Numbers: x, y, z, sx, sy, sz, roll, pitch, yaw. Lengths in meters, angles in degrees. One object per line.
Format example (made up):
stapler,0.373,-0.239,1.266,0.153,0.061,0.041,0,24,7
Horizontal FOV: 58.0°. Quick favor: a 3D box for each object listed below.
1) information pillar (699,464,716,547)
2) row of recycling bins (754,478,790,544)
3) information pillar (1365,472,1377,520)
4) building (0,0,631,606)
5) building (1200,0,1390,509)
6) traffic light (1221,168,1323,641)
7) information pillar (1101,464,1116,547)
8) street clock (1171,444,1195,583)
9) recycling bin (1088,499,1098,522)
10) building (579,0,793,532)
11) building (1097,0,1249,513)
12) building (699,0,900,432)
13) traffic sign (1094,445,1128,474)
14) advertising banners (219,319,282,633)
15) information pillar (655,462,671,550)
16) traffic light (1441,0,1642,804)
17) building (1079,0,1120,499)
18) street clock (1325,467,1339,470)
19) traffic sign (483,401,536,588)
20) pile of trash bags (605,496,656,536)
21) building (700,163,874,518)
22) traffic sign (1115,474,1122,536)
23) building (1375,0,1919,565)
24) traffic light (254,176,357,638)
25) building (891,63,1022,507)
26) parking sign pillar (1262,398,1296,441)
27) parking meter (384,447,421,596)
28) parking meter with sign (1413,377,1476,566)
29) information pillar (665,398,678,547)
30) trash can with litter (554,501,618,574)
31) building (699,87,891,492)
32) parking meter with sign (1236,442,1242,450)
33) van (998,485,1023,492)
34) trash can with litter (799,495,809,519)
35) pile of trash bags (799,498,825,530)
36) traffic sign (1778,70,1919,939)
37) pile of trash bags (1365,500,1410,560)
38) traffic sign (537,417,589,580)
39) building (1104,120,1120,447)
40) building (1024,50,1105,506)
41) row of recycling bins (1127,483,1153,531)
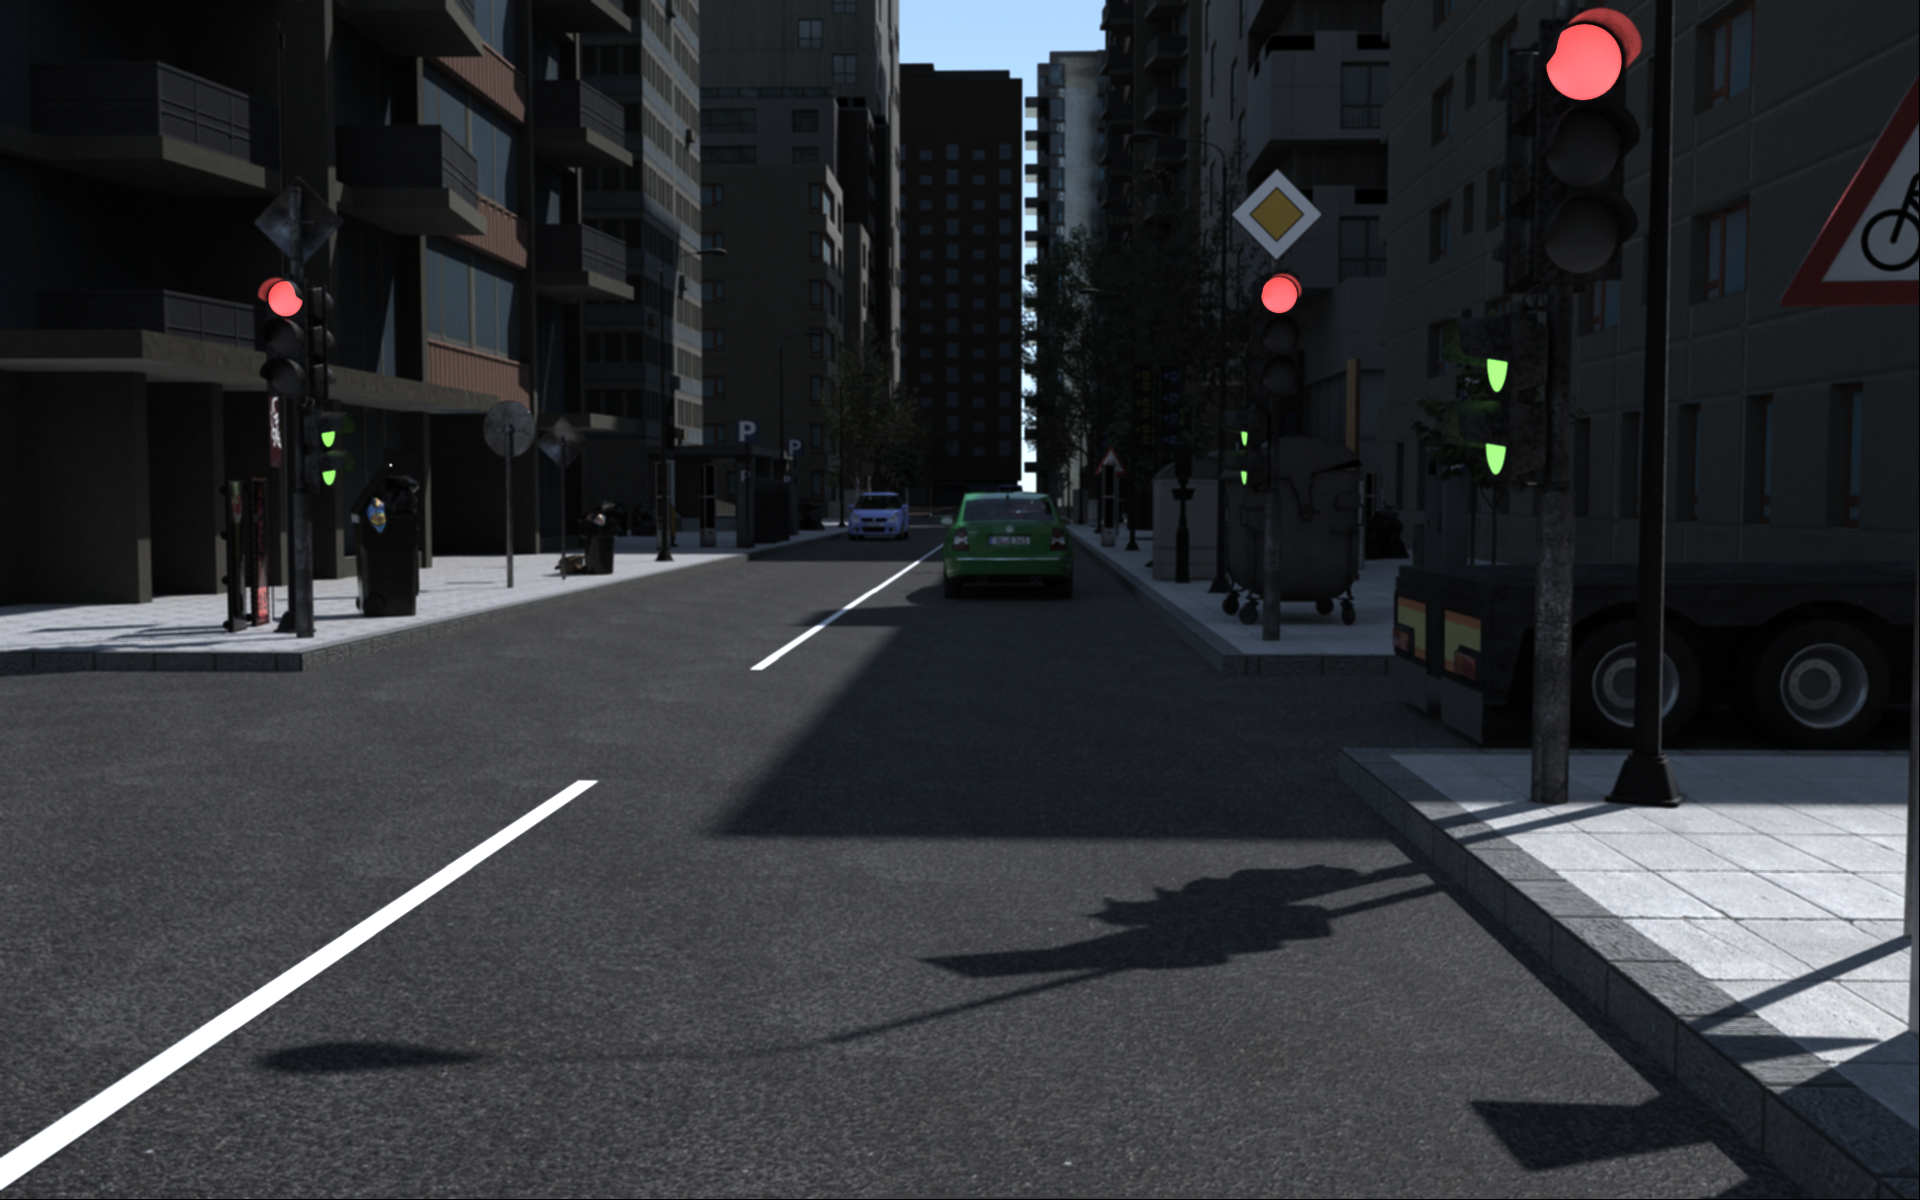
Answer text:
information pillar,-6.100,-2.287,41.883,0.304,2.012,0.304,-2,4,-31
row of recycling bins,-5.214,-2.408,46.477,1.069,1.692,3.534,0,4,2
information pillar,13.997,-3.335,59.019,0.304,2.012,0.304,3,4,36
building,-18.757,-23.062,31.688,22.147,44.769,28.867,0,4,2
building,24.775,-29.469,71.049,28.713,52.752,27.495,0,4,2
traffic light,2.716,-1.601,15.099,0.839,4.253,0.868,0,4,2
information pillar,3.617,-2.309,42.245,0.304,2.012,0.304,0,4,-5
street clock,3.222,-1.252,25.034,0.358,2.002,0.471,0,4,4
recycling bin,6.470,-4.204,81.290,0.722,1.027,0.722,-2,4,-35
building,-23.278,-22.904,66.366,32.217,40.220,23.993,0,4,2
building,20.373,-27.989,112.245,22.147,44.769,28.867,0,4,2
building,-19.030,-34.229,148.884,27.495,52.752,28.713,0,4,2
traffic sign,4.026,-2.825,46.188,0.884,2.594,0.081,0,4,4
advertising banners,-6.852,-1.264,16.851,0.090,3.025,2.074,0,4,-7
information pillar,-6.773,-2.145,39.555,0.304,2.012,0.304,0,4,-2
traffic light,2.443,-1.113,7.119,0.839,4.253,0.868,0,4,2
building,21.171,-43.607,151.227,20.563,71.187,20.611,0,4,2
street clock,9.853,-2.537,46.044,0.471,2.002,0.358,-2,4,-28
traffic sign,-6.163,-1.440,23.656,0.768,2.556,0.104,1,4,10
pile of trash bags,-10.787,-2.639,52.903,3.447,1.369,1.912,-1,4,-8
building,-20.299,-15.941,105.671,27.650,21.520,28.899,0,4,2
traffic sign,4.784,-3.212,52.621,0.768,2.556,0.104,0,4,4
building,24.465,-11.245,28.896,28.899,21.520,27.650,0,4,2
traffic light,-5.841,-1.618,15.375,0.839,4.253,0.868,0,4,2
building,-0.546,-32.635,183.699,14.200,45.320,14.600,0,4,2
parking sign pillar,7.557,-3.248,41.569,1.447,3.967,1.447,-1,4,-15
parking meter,-7.023,-0.986,21.828,0.399,1.863,0.255,-2,4,-31
parking meter with sign,7.344,-1.823,26.066,0.543,3.016,1.738,-1,4,-10
information pillar,-7.053,-3.094,41.940,0.183,3.616,0.504,1,4,20
trash can with litter,-6.018,-1.001,27.751,1.055,1.170,0.624,1,4,22
building,-12.567,-21.707,126.610,14.160,30.474,14.107,0,4,2
parking meter with sign,10.109,-3.766,57.843,1.738,3.016,0.543,0,4,-4
van,3.478,-7.109,120.609,2.240,2.365,5.245,0,4,1
trash can with litter,-8.228,-4.642,86.949,2.233,1.210,1.678,-1,4,-20
pile of trash bags,-5.955,-3.214,62.299,1.912,1.369,3.447,-1,4,-12
traffic sign,2.767,-0.302,4.938,0.884,2.594,0.081,0,4,5
pile of trash bags,7.569,-1.571,35.443,1.912,1.369,3.447,-2,4,-28
traffic sign,-5.936,-1.511,25.892,0.795,2.450,0.064,0,4,4
building,18.112,-22.208,134.797,14.160,30.474,14.107,0,4,2
building,22.208,-34.721,187.290,30.456,49.044,23.786,0,4,2
row of recycling bins,7.323,-3.289,60.896,3.534,1.692,1.069,3,5,44
